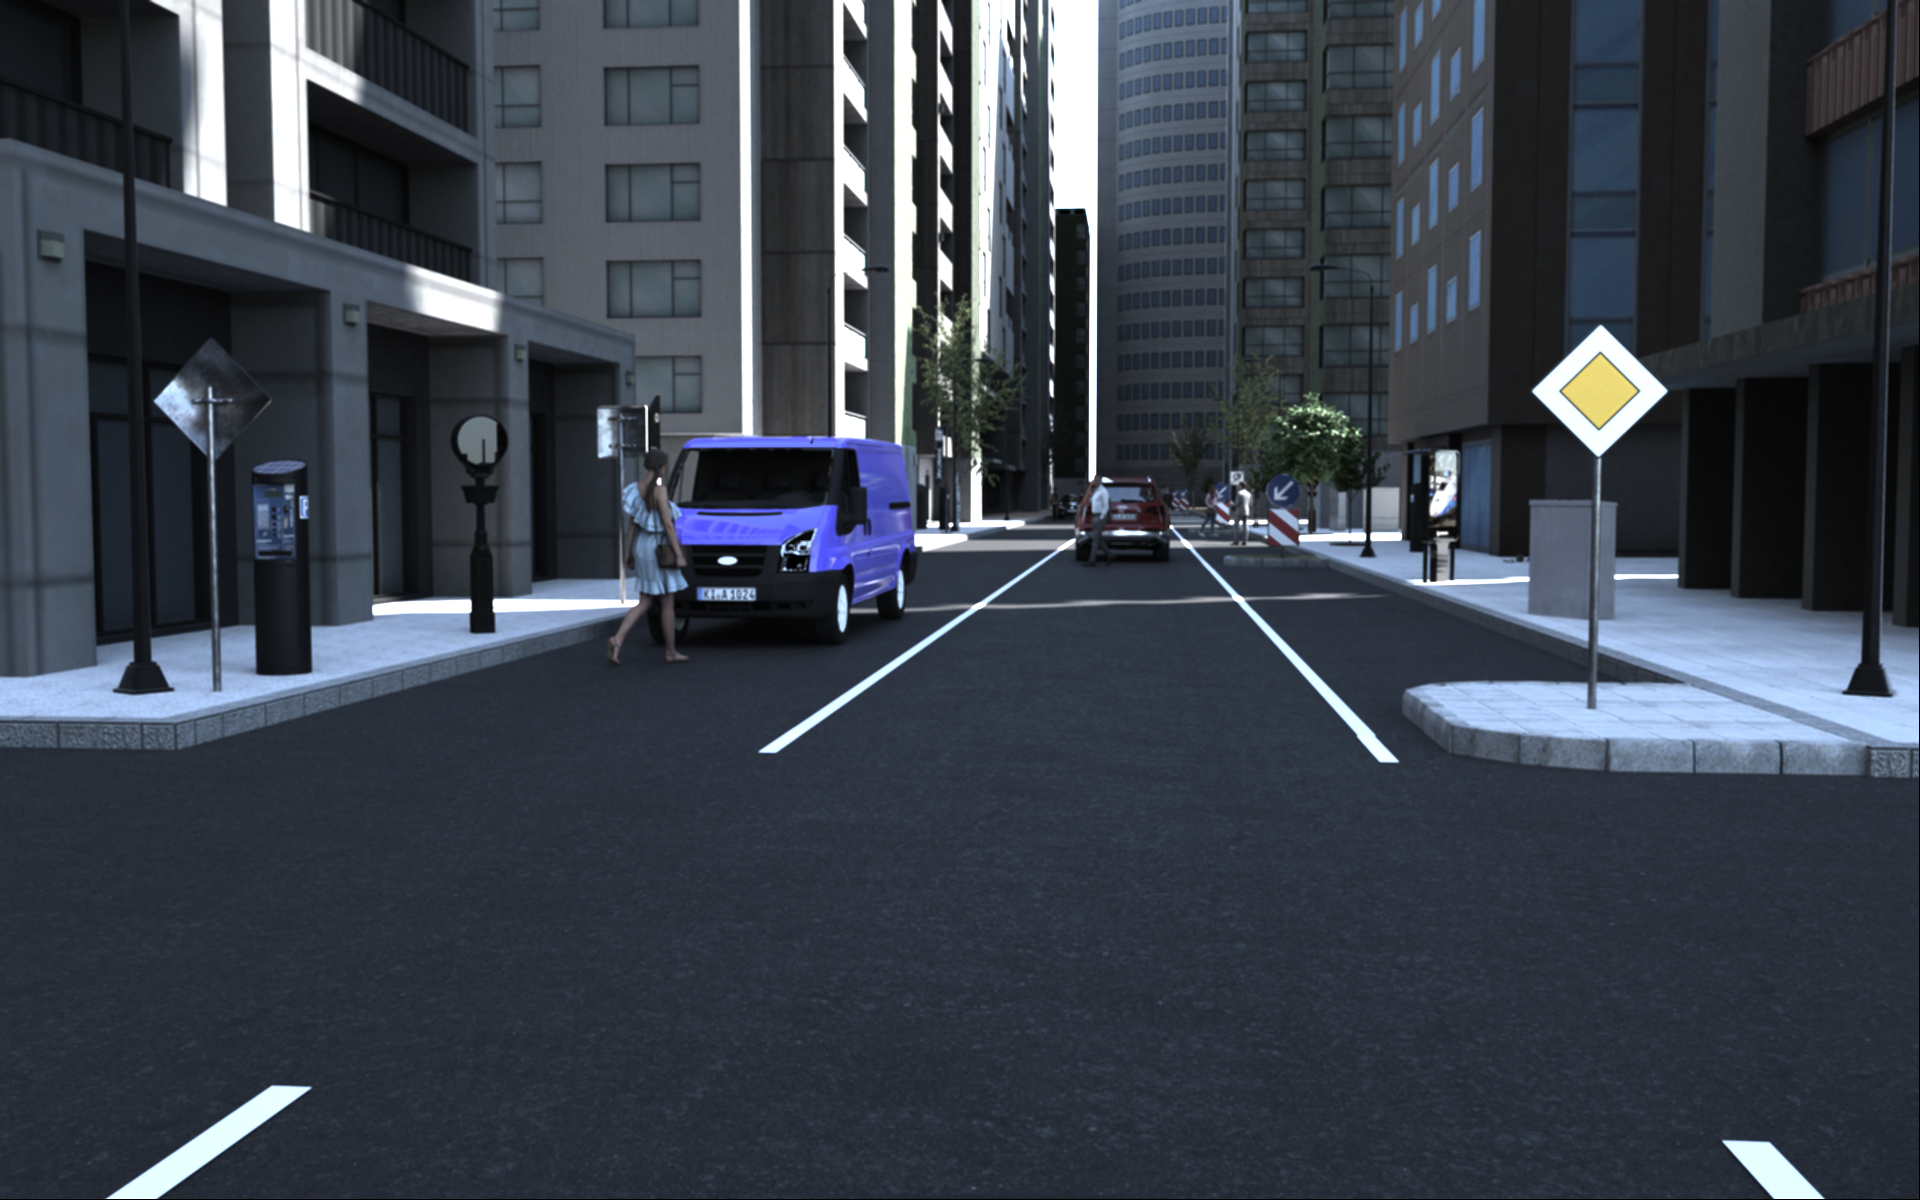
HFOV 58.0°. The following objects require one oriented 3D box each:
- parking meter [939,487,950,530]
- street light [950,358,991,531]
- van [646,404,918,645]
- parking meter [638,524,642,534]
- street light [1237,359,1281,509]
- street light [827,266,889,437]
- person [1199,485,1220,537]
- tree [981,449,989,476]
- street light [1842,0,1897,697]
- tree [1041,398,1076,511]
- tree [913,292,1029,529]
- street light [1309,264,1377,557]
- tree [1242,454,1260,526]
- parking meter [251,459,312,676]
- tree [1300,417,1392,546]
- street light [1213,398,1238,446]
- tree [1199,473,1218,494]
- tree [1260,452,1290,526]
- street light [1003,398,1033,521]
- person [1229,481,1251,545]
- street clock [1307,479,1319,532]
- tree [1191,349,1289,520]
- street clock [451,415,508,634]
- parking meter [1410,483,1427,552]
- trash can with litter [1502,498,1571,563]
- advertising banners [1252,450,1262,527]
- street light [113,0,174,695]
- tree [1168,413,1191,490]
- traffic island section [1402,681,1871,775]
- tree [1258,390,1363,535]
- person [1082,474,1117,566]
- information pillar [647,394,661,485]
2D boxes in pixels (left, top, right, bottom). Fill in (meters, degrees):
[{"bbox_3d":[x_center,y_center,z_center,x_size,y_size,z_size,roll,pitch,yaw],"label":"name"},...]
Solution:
[{"bbox_3d":[-0.567,-3.273,61.926,0.372,1.533,0.369,0,3,0],"label":"parking meter"},{"bbox_3d":[0.344,-5.310,59.366,1.470,5.913,1.316,0,4,6],"label":"street light"},{"bbox_3d":[-1.793,-0.853,18.334,2.240,2.365,5.245,0,4,7],"label":"van"},{"bbox_3d":[-7.417,-1.941,40.151,0.372,1.533,0.369,0,3,0],"label":"parking meter"},{"bbox_3d":[10.411,-5.317,59.476,1.470,5.913,1.316,0,4,6],"label":"street light"},{"bbox_3d":[-2.138,-3.846,35.427,1.470,5.913,1.316,0,4,6],"label":"street light"},{"bbox_3d":[8.416,-3.023,58.509,0.643,1.750,0.593,3,4,36],"label":"person"},{"bbox_3d":[-0.305,-6.183,84.811,4.285,4.588,4.351,0,3,0],"label":"tree"},{"bbox_3d":[5.298,-2.352,10.991,1.470,5.913,1.316,0,4,6],"label":"street light"},{"bbox_3d":[6.722,-11.108,131.983,4.360,8.622,3.978,0,3,0],"label":"tree"},{"bbox_3d":[0.075,-6.903,63.224,4.737,8.622,4.395,0,3,0],"label":"tree"},{"bbox_3d":[7.763,-3.828,35.123,1.470,5.913,1.316,0,4,6],"label":"street light"},{"bbox_3d":[12.634,-4.651,70.650,1.663,3.219,1.824,0,3,0],"label":"tree"},{"bbox_3d":[-4.845,-0.242,12.374,0.372,1.533,0.369,0,3,0],"label":"parking meter"},{"bbox_3d":[9.669,-2.975,43.235,1.663,3.219,1.824,0,3,0],"label":"tree"},{"bbox_3d":[12.908,-6.808,83.846,1.470,5.913,1.316,0,4,6],"label":"street light"},{"bbox_3d":[21.075,-9.341,147.328,1.663,3.219,1.824,0,3,0],"label":"tree"},{"bbox_3d":[11.879,-4.158,62.589,1.663,3.219,1.824,0,3,0],"label":"tree"},{"bbox_3d":[2.819,-6.801,83.734,1.470,5.913,1.316,0,4,6],"label":"street light"},{"bbox_3d":[7.829,-2.434,48.492,0.606,1.804,0.583,-3,5,-43],"label":"person"},{"bbox_3d":[11.913,-3.303,58.566,0.471,2.002,0.358,-3,5,-40],"label":"street clock"},{"bbox_3d":[14.526,-8.349,86.862,4.737,8.622,4.395,0,3,0],"label":"tree"},{"bbox_3d":[-4.421,-0.698,15.977,0.471,2.002,0.358,-2,4,-29],"label":"street clock"},{"bbox_3d":[10.179,-1.835,38.415,0.372,1.533,0.369,0,3,0],"label":"parking meter"},{"bbox_3d":[11.141,-1.345,33.051,2.233,1.210,1.678,-2,4,-26],"label":"trash can with litter"},{"bbox_3d":[11.558,-4.346,67.251,0.090,3.025,2.074,1,4,18],"label":"advertising banners"},{"bbox_3d":[-4.764,-2.353,11.006,1.470,5.913,1.316,0,4,6],"label":"street light"},{"bbox_3d":[20.574,-12.460,154.089,4.737,8.622,4.395,0,3,0],"label":"tree"},{"bbox_3d":[3.795,0.729,10.359,2.009,0.180,2.903,0,4,6],"label":"traffic island section"},{"bbox_3d":[10.969,-4.326,54.446,4.285,4.588,4.351,0,3,0],"label":"tree"},{"bbox_3d":[2.760,-1.583,34.475,0.850,1.850,0.679,-2,4,-26],"label":"person"},{"bbox_3d":[-7.165,-3.012,40.607,0.183,3.616,0.504,1,4,19],"label":"information pillar"}]
